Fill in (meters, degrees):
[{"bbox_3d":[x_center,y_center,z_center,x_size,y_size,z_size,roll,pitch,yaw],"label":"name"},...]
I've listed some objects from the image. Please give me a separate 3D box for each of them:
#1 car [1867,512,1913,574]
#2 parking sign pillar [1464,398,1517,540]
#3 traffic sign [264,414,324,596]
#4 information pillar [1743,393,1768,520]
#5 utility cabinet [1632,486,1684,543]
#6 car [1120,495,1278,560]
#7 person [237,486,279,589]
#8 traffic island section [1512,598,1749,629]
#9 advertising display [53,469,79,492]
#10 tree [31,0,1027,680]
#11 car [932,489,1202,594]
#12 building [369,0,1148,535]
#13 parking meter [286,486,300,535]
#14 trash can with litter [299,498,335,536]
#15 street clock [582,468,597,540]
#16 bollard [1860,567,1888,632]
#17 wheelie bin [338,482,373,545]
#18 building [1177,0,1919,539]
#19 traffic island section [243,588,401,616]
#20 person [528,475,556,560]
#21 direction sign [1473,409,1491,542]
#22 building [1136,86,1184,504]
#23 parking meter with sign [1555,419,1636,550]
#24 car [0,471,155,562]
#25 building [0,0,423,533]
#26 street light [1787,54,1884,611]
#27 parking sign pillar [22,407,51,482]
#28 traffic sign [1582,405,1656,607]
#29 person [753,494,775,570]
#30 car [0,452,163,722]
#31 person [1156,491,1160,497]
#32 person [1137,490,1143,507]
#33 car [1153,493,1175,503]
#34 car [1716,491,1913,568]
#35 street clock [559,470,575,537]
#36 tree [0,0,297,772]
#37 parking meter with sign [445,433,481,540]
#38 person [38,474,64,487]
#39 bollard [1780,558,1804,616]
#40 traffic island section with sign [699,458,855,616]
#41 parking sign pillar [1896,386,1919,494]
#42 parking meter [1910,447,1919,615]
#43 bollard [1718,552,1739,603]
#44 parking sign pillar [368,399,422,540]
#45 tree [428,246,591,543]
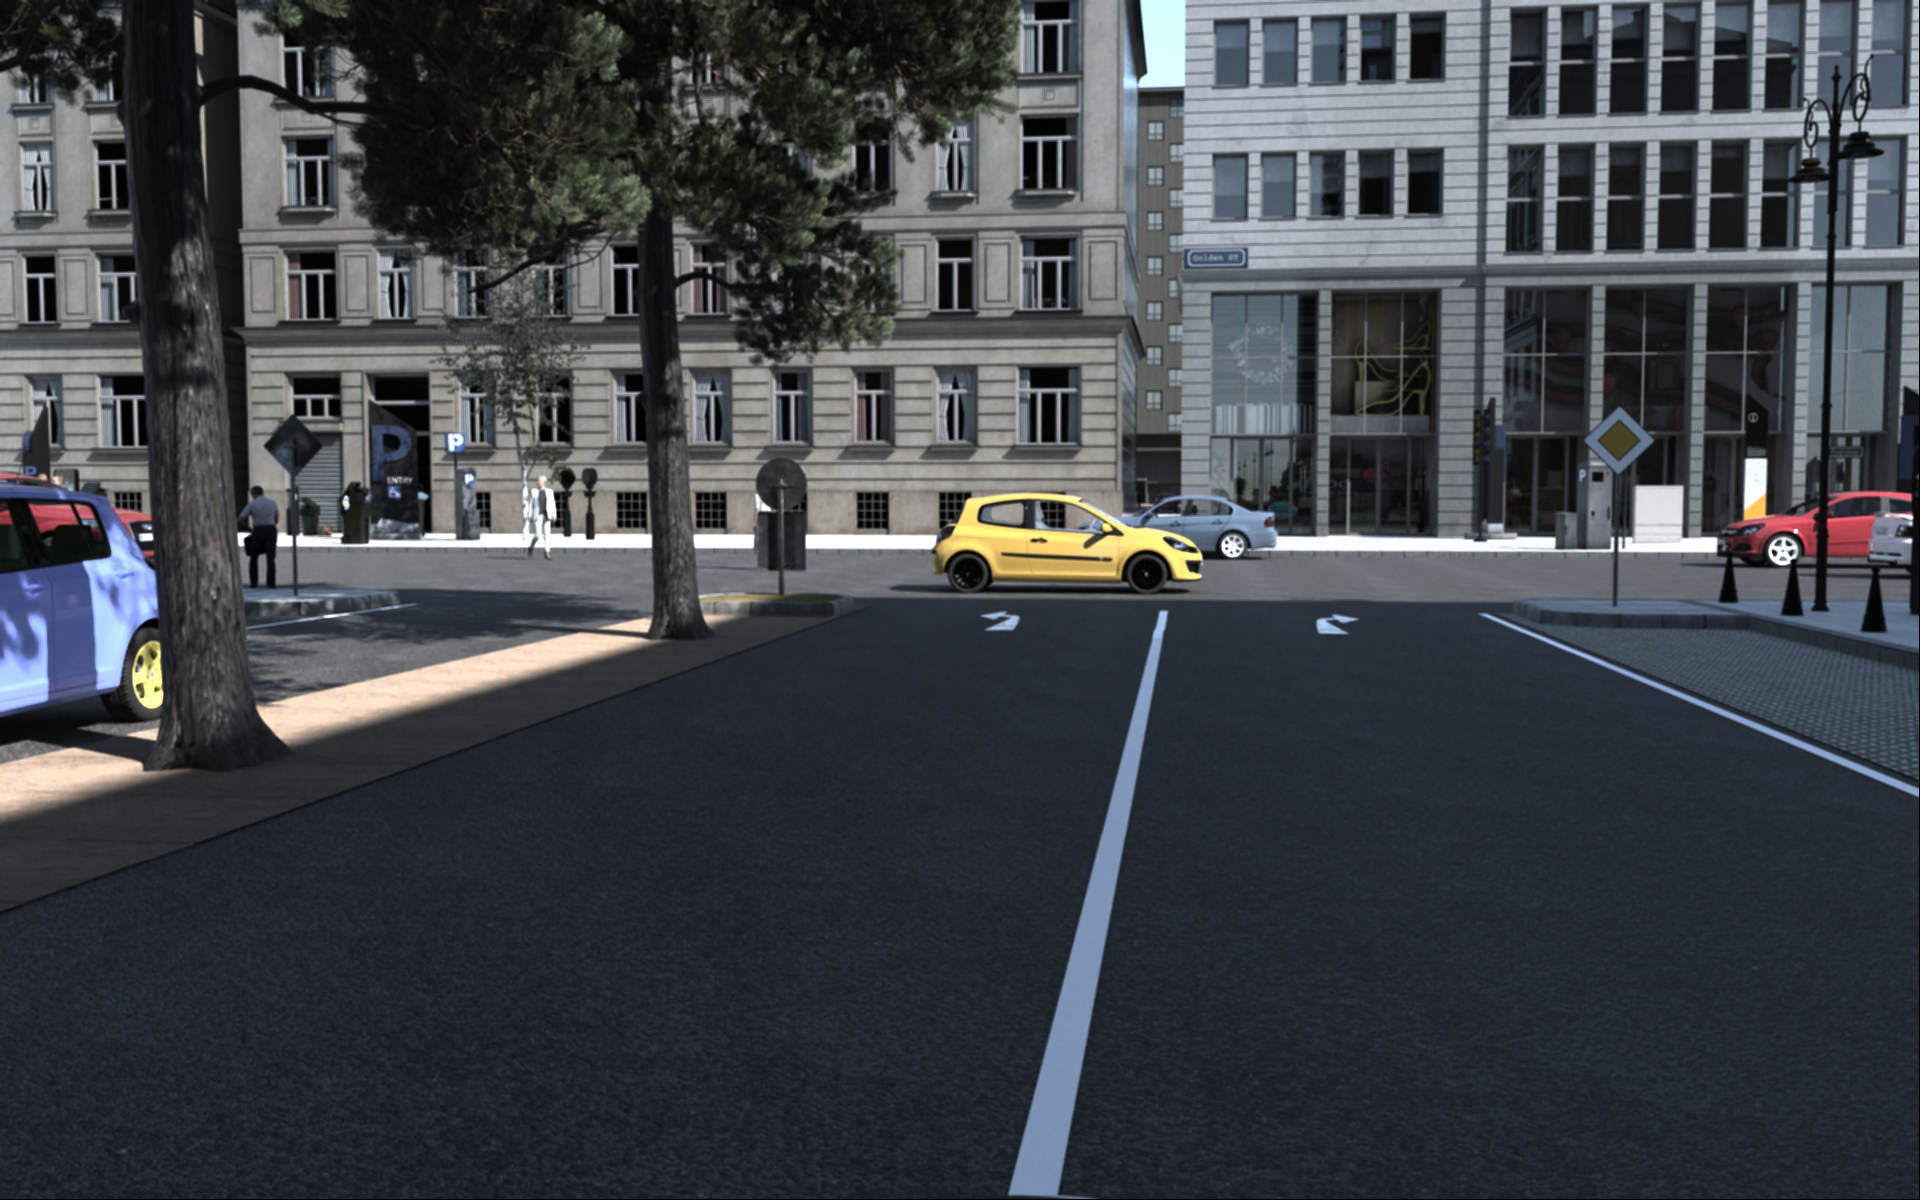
[{"bbox_3d":[18.100,-1.041,29.386,4.827,1.381,2.083,0,4,7],"label":"car"},{"bbox_3d":[15.065,-3.705,49.057,1.447,3.967,1.447,0,4,6],"label":"parking sign pillar"},{"bbox_3d":[-8.387,-1.111,21.809,0.795,2.450,0.064,0,4,8],"label":"traffic sign"},{"bbox_3d":[18.529,-2.998,40.371,0.504,3.616,0.183,0,4,7],"label":"information pillar"},{"bbox_3d":[18.088,-2.216,44.915,1.173,1.500,0.318,1,4,10],"label":"utility cabinet"},{"bbox_3d":[4.812,-1.630,38.651,4.499,1.417,2.014,0,4,8],"label":"car"},{"bbox_3d":[-10.612,-0.947,26.201,0.614,1.554,0.590,-2,4,-33],"label":"person"},{"bbox_3d":[7.491,0.154,19.767,2.009,0.180,2.903,0,4,8],"label":"traffic island section"},{"bbox_3d":[-23.129,-2.425,44.866,0.974,1.923,0.123,2,4,33],"label":"advertising display"},{"bbox_3d":[-2.978,-6.553,17.014,7.806,13.903,7.818,0,3,0],"label":"tree"},{"bbox_3d":[1.583,-0.943,25.643,3.980,1.641,2.015,0,4,7],"label":"car"},{"bbox_3d":[-8.197,-13.945,61.278,30.059,22.955,16.112,0,4,8],"label":"building"},{"bbox_3d":[-20.867,-2.798,54.162,0.372,1.533,0.369,0,3,0],"label":"parking meter"},{"bbox_3d":[-19.668,-2.547,53.033,1.055,1.170,0.624,1,4,14],"label":"trash can with litter"},{"bbox_3d":[-10.364,-2.687,48.506,0.358,2.002,0.471,-3,5,-42],"label":"street clock"},{"bbox_3d":[8.532,-0.007,16.151,0.229,0.601,0.229,0,3,0],"label":"bollard"},{"bbox_3d":[-15.435,-2.226,44.303,0.693,1.594,0.980,0,4,1],"label":"wheelie bin"},{"bbox_3d":[21.941,-16.947,54.582,29.804,29.767,11.434,0,4,8],"label":"building"},{"bbox_3d":[-8.411,0.025,21.874,2.009,0.180,2.903,0,4,8],"label":"traffic island section"},{"bbox_3d":[-9.192,-1.809,37.963,0.514,1.842,0.818,-3,5,-42],"label":"person"},{"bbox_3d":[13.972,-3.328,46.410,0.379,3.537,0.876,-1,4,-12],"label":"direction sign"},{"bbox_3d":[25.419,-38.806,223.709,27.495,52.752,28.713,0,4,8],"label":"building"},{"bbox_3d":[14.657,-2.678,40.041,1.738,3.016,0.543,-1,4,-14],"label":"parking meter with sign"},{"bbox_3d":[-15.590,-1.188,28.093,5.304,1.827,2.281,0,4,7],"label":"car"},{"bbox_3d":[-38.294,-14.174,65.031,30.059,22.955,16.112,0,4,8],"label":"building"},{"bbox_3d":[9.443,-2.816,18.832,0.468,5.910,1.993,0,4,8],"label":"street light"},{"bbox_3d":[-28.352,-3.958,53.192,1.447,3.967,1.447,-1,4,-13],"label":"parking sign pillar"},{"bbox_3d":[7.466,-0.982,19.692,0.795,2.450,0.064,0,4,8],"label":"traffic sign"},{"bbox_3d":[-3.752,-1.459,32.917,0.480,1.755,0.524,-3,5,-41],"label":"person"},{"bbox_3d":[-6.047,-0.008,9.729,1.945,1.707,3.694,0,4,6],"label":"car"},{"bbox_3d":[20.097,-10.090,173.995,0.750,1.759,0.617,0,4,-6],"label":"person"},{"bbox_3d":[19.738,-11.120,190.271,0.705,1.831,1.348,2,4,26],"label":"person"},{"bbox_3d":[16.000,-7.662,134.308,2.155,1.783,4.494,1,4,9],"label":"car"},{"bbox_3d":[17.300,-1.533,34.107,4.494,1.783,2.155,0,4,7],"label":"car"},{"bbox_3d":[-11.724,-2.881,51.675,0.471,2.002,0.358,-2,4,-27],"label":"street clock"},{"bbox_3d":[-4.153,-6.064,9.020,7.806,13.903,7.818,0,3,0],"label":"tree"},{"bbox_3d":[-13.977,-3.219,48.892,0.543,3.016,1.738,-2,4,-33],"label":"parking meter with sign"},{"bbox_3d":[-17.977,-1.575,34.223,0.580,1.828,0.573,-2,4,-35],"label":"person"},{"bbox_3d":[8.817,-0.140,18.332,0.229,0.601,0.229,0,3,0],"label":"bollard"},{"bbox_3d":[-2.344,-0.806,21.308,2.006,1.907,1.989,0,4,8],"label":"traffic island section with sign"},{"bbox_3d":[23.823,-3.312,42.618,1.447,3.967,1.447,-3,5,-41],"label":"parking sign pillar"},{"bbox_3d":[10.309,-0.772,18.341,0.399,1.863,0.255,-1,4,-21],"label":"parking meter"},{"bbox_3d":[9.111,-0.274,20.515,0.229,0.601,0.229,0,3,0],"label":"bollard"},{"bbox_3d":[-16.057,-3.708,49.101,1.447,3.967,1.447,-1,4,-19],"label":"parking sign pillar"},{"bbox_3d":[-11.477,-5.794,45.102,4.360,8.622,3.978,0,3,0],"label":"tree"}]
